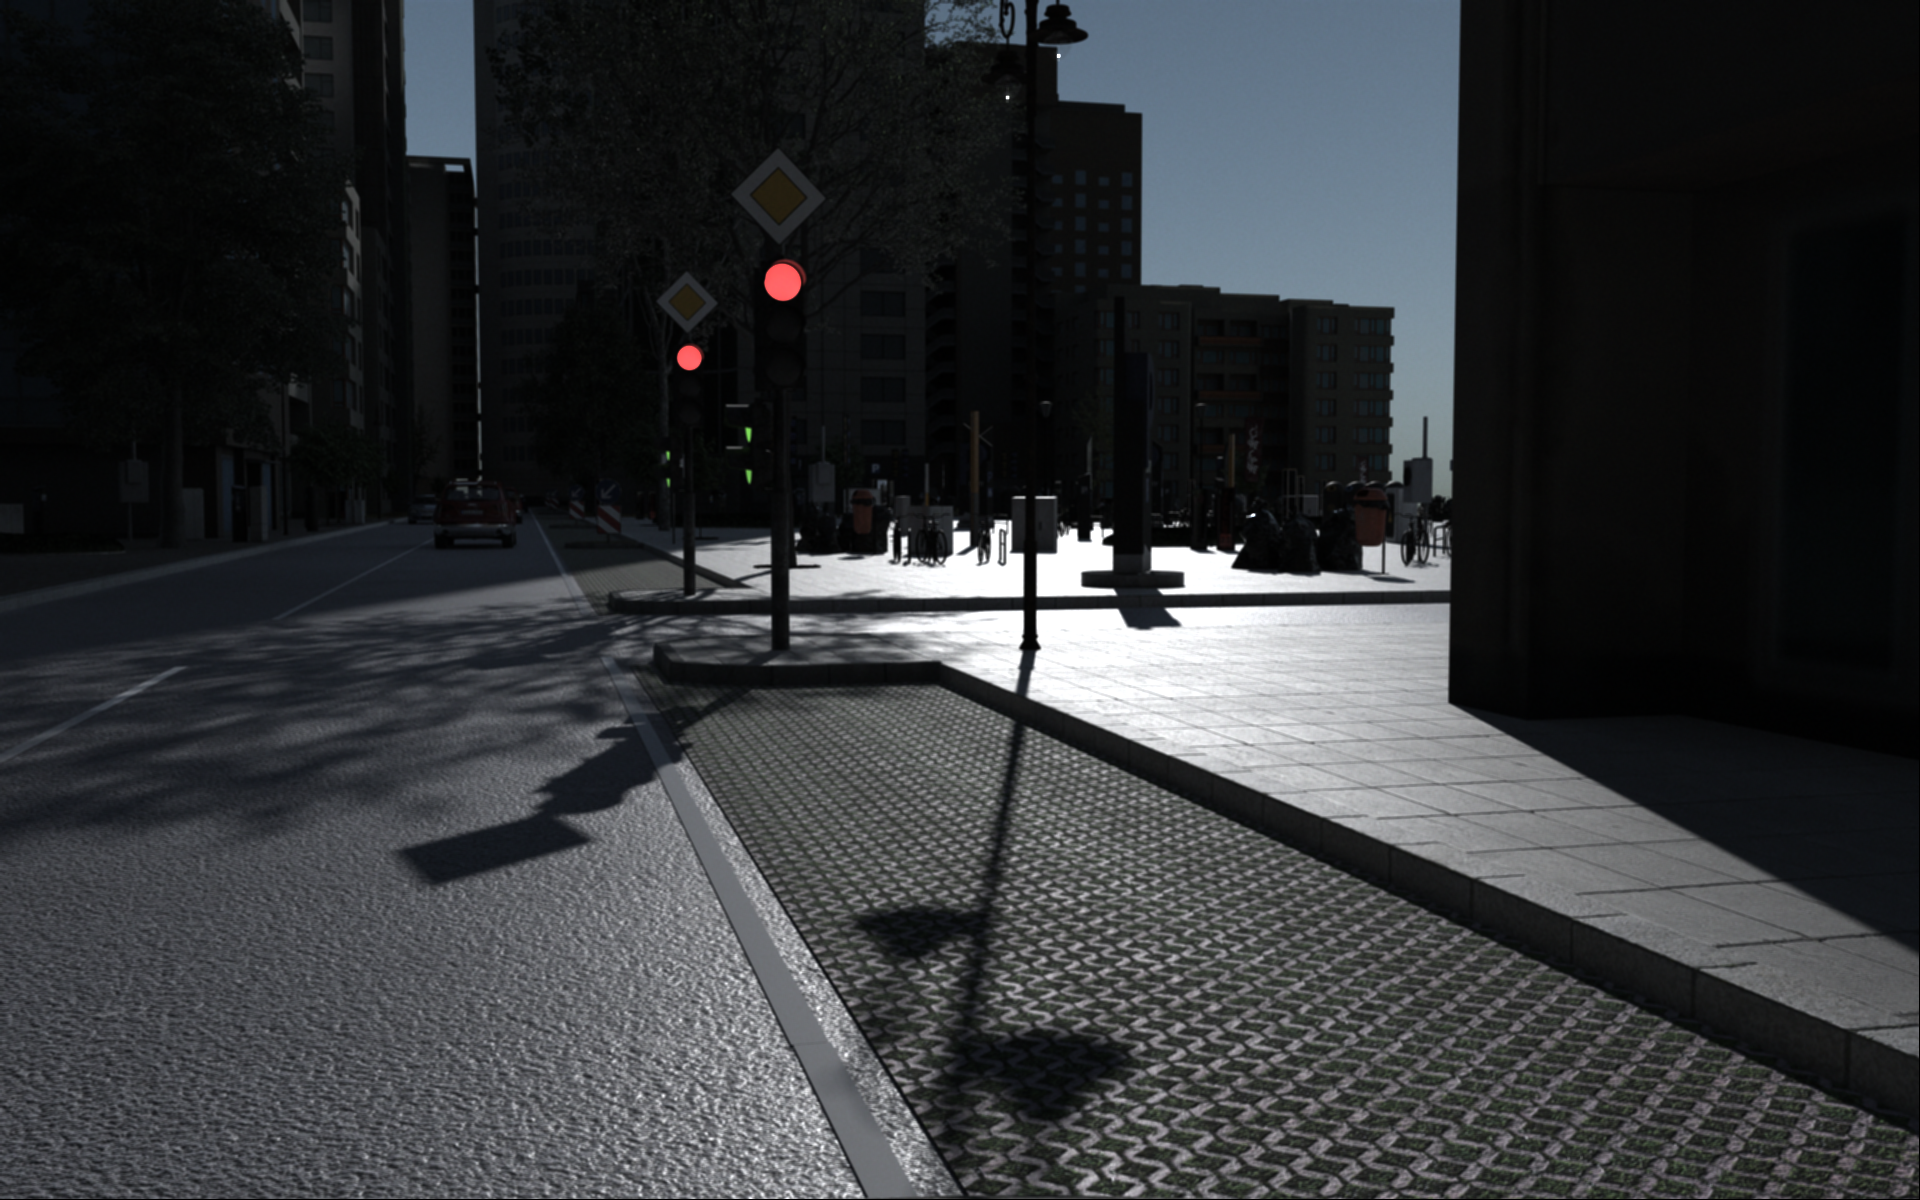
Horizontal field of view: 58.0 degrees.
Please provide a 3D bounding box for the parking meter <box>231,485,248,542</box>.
[{"bbox_3d":[-19.272,-2.319,46.321,0.372,1.533,0.369,0,3,0],"label":"parking meter"}]

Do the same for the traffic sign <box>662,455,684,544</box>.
[{"bbox_3d":[-7.326,-2.577,44.261,0.606,2.300,0.079,-1,4,-8],"label":"traffic sign"}]

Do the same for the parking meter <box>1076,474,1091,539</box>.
[{"bbox_3d":[3.544,-2.692,49.729,0.399,1.863,0.255,0,4,-2],"label":"parking meter"}]

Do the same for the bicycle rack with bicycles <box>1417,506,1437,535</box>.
[{"bbox_3d":[13.830,-2.506,54.359,2.852,0.926,2.925,3,4,37],"label":"bicycle rack with bicycles"}]

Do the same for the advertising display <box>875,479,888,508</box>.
[{"bbox_3d":[-3.410,-4.269,75.018,0.123,1.923,0.974,2,4,26],"label":"advertising display"}]

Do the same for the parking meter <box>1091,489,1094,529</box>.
[{"bbox_3d":[4.684,-3.352,63.212,0.372,1.533,0.369,0,3,0],"label":"parking meter"}]

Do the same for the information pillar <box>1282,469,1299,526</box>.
[{"bbox_3d":[9.640,-2.826,50.704,0.304,2.012,0.304,-1,4,-20],"label":"information pillar"}]

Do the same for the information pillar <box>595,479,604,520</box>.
[{"bbox_3d":[-17.875,-4.985,85.989,0.304,2.012,0.304,2,4,32],"label":"information pillar"}]

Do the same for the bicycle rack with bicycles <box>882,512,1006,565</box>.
[{"bbox_3d":[-0.203,-1.177,32.631,2.852,0.926,2.925,0,4,0],"label":"bicycle rack with bicycles"}]

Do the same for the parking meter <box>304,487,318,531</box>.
[{"bbox_3d":[-24.523,-3.479,65.287,0.372,1.533,0.369,0,3,0],"label":"parking meter"}]

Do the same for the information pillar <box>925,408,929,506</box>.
[{"bbox_3d":[-0.905,-3.416,47.211,0.183,3.616,0.504,0,4,-4],"label":"information pillar"}]

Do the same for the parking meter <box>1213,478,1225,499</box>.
[{"bbox_3d":[9.433,-3.500,62.935,0.255,1.863,0.399,-1,4,-16],"label":"parking meter"}]

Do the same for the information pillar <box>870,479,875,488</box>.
[{"bbox_3d":[-4.318,-5.051,87.071,0.304,2.012,0.304,-2,4,-28],"label":"information pillar"}]

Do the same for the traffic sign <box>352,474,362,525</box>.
[{"bbox_3d":[-25.444,-4.434,72.605,0.768,2.556,0.104,-1,4,-9],"label":"traffic sign"}]

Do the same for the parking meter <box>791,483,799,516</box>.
[{"bbox_3d":[-8.457,-5.080,88.775,0.399,1.863,0.255,0,4,6],"label":"parking meter"}]

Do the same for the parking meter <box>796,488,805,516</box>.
[{"bbox_3d":[-6.424,-3.759,69.876,0.372,1.533,0.369,0,3,0],"label":"parking meter"}]

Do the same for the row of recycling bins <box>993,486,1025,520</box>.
[{"bbox_3d":[2.430,-4.938,87.846,1.069,1.692,3.534,-3,5,-43],"label":"row of recycling bins"}]

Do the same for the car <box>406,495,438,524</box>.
[{"bbox_3d":[-25.791,-4.406,84.037,2.014,1.417,4.499,-1,4,-15],"label":"car"}]

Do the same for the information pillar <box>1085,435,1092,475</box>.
[{"bbox_3d":[5.097,-4.735,68.772,0.183,3.616,0.504,2,4,27],"label":"information pillar"}]

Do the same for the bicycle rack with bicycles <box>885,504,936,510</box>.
[{"bbox_3d":[-2.012,-3.000,62.431,2.852,0.926,2.925,1,4,17],"label":"bicycle rack with bicycles"}]

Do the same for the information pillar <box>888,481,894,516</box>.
[{"bbox_3d":[-3.909,-5.625,96.468,0.304,2.012,0.304,3,5,40],"label":"information pillar"}]

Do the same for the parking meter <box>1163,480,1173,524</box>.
[{"bbox_3d":[8.784,-4.124,73.131,0.399,1.863,0.255,2,4,32],"label":"parking meter"}]

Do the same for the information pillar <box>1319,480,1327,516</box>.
[{"bbox_3d":[18.750,-5.196,89.441,0.304,2.012,0.304,-1,4,-9],"label":"information pillar"}]

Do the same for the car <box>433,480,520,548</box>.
[{"bbox_3d":[-13.202,-2.363,47.312,2.281,1.827,5.304,-1,4,-13],"label":"car"}]

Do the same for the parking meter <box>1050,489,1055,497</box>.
[{"bbox_3d":[4.804,-4.944,89.241,0.372,1.533,0.369,0,3,0],"label":"parking meter"}]

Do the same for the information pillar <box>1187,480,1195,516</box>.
[{"bbox_3d":[11.754,-5.115,88.121,0.304,2.012,0.304,-1,4,-15],"label":"information pillar"}]

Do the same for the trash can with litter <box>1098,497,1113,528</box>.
[{"bbox_3d":[5.488,-3.335,65.907,0.624,1.170,1.055,0,4,-4],"label":"trash can with litter"}]

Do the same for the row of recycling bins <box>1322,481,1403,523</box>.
[{"bbox_3d":[13.436,-3.085,57.548,1.069,1.692,3.534,-2,4,-33],"label":"row of recycling bins"}]

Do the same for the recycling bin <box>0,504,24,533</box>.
[{"bbox_3d":[-24.499,-1.942,44.313,0.722,1.027,0.722,2,4,30],"label":"recycling bin"}]

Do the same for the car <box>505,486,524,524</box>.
[{"bbox_3d":[-22.533,-4.659,84.852,2.281,1.827,5.304,-1,4,-16],"label":"car"}]

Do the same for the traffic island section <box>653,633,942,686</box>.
[{"bbox_3d":[-1.459,0.488,14.310,2.009,0.180,2.903,-1,4,-14],"label":"traffic island section"}]

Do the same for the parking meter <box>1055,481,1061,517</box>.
[{"bbox_3d":[4.400,-4.408,77.777,0.255,1.863,0.399,1,4,10],"label":"parking meter"}]

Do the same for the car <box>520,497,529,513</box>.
[{"bbox_3d":[-34.202,-7.400,133.563,1.945,1.354,3.894,-1,4,-14],"label":"car"}]

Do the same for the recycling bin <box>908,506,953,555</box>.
[{"bbox_3d":[-0.631,-1.490,36.911,0.722,1.027,0.722,-3,5,-44],"label":"recycling bin"}]

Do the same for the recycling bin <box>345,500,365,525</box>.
[{"bbox_3d":[-25.548,-3.704,73.107,0.722,1.027,0.722,-1,4,-15],"label":"recycling bin"}]

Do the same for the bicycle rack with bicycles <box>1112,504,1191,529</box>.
[{"bbox_3d":[6.778,-3.025,62.845,2.852,0.926,2.925,-2,4,-30],"label":"bicycle rack with bicycles"}]

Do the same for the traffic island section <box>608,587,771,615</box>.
[{"bbox_3d":[-3.418,0.014,22.052,2.009,0.180,2.903,-1,4,-14],"label":"traffic island section"}]

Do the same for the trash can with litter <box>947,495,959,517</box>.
[{"bbox_3d":[-0.839,-5.245,96.810,2.233,1.210,1.678,1,4,13],"label":"trash can with litter"}]

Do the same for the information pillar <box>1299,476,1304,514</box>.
[{"bbox_3d":[13.671,-4.000,69.898,0.304,2.012,0.304,-2,4,-26],"label":"information pillar"}]

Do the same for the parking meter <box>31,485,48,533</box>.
[{"bbox_3d":[-25.084,-2.374,47.222,0.372,1.533,0.369,0,3,0],"label":"parking meter"}]

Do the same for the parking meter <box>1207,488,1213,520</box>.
[{"bbox_3d":[13.739,-5.353,95.934,0.372,1.533,0.369,0,3,0],"label":"parking meter"}]
